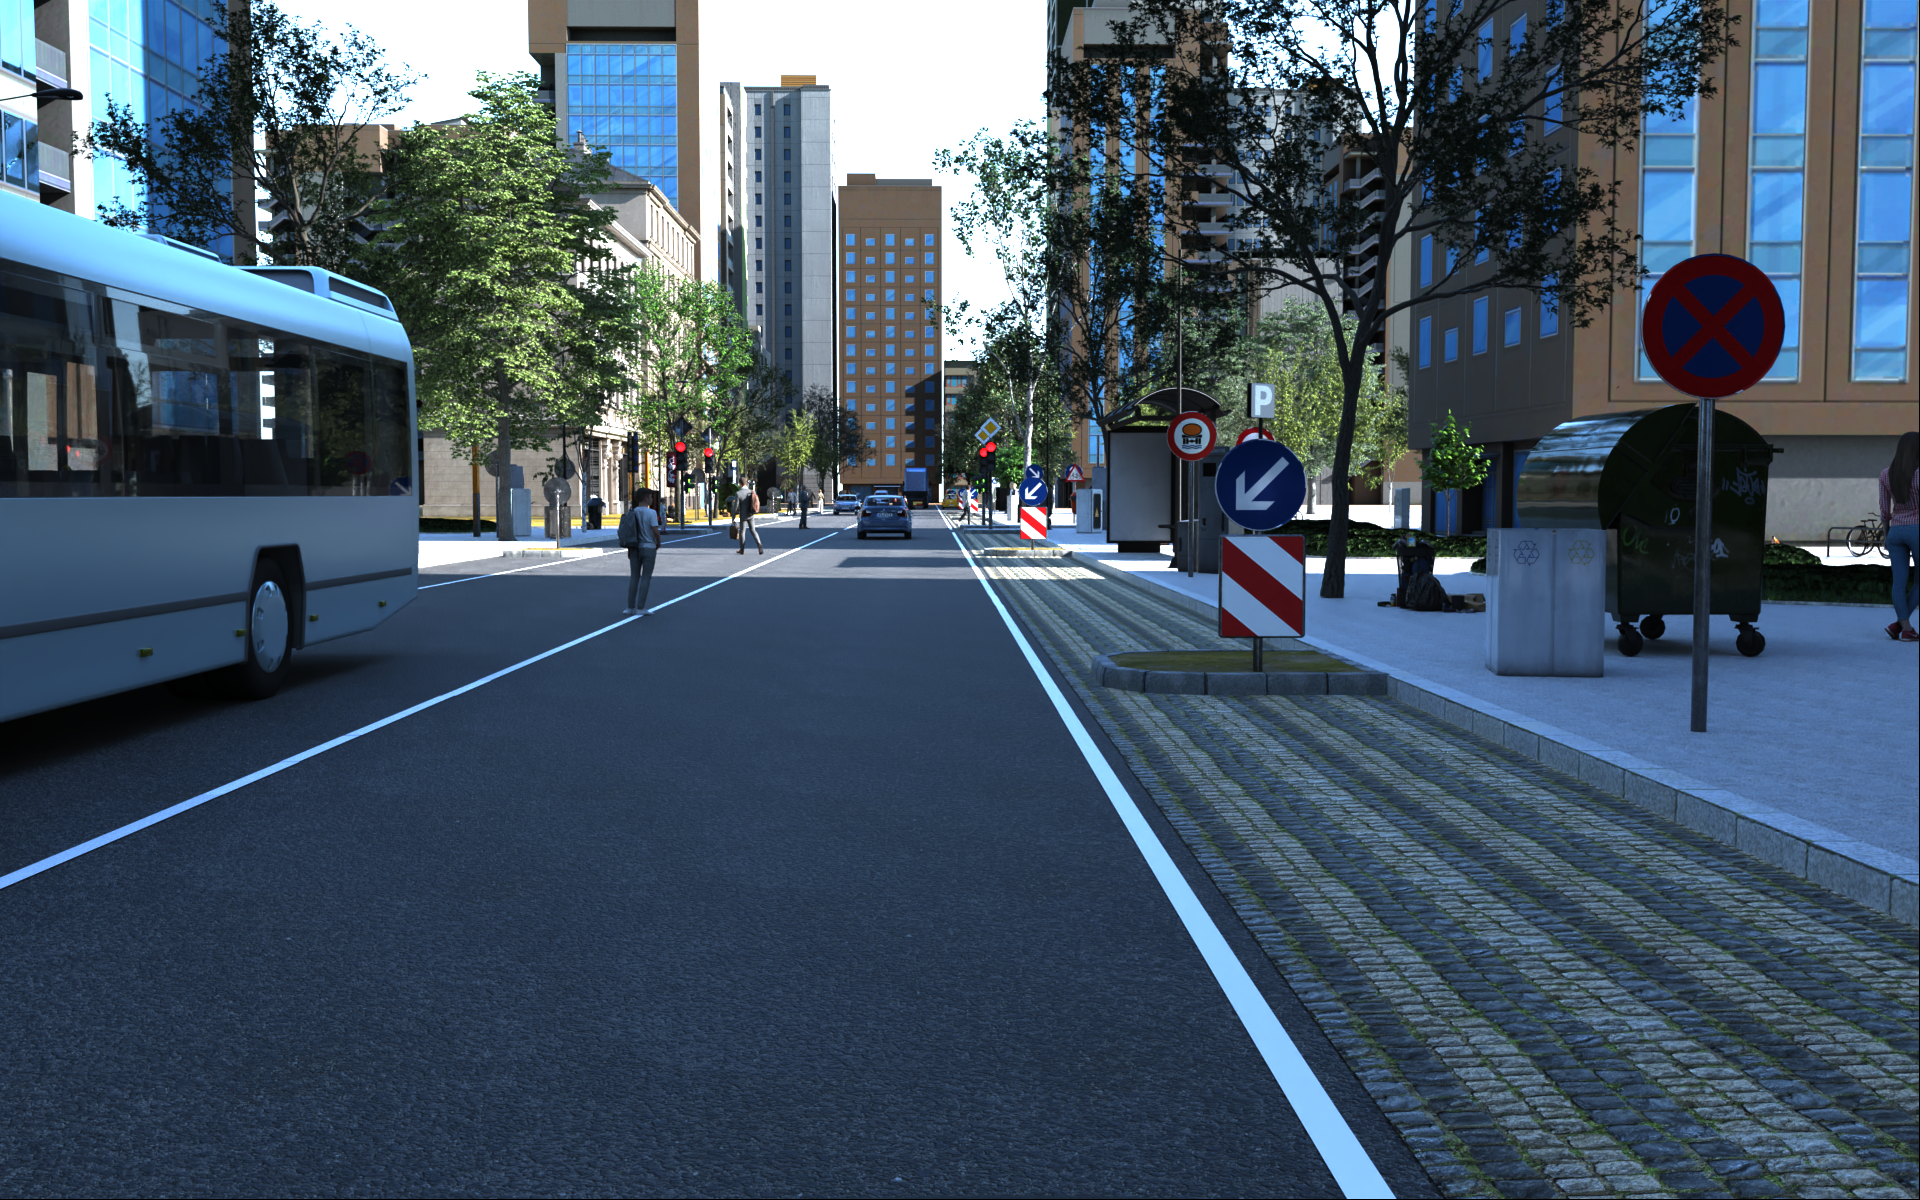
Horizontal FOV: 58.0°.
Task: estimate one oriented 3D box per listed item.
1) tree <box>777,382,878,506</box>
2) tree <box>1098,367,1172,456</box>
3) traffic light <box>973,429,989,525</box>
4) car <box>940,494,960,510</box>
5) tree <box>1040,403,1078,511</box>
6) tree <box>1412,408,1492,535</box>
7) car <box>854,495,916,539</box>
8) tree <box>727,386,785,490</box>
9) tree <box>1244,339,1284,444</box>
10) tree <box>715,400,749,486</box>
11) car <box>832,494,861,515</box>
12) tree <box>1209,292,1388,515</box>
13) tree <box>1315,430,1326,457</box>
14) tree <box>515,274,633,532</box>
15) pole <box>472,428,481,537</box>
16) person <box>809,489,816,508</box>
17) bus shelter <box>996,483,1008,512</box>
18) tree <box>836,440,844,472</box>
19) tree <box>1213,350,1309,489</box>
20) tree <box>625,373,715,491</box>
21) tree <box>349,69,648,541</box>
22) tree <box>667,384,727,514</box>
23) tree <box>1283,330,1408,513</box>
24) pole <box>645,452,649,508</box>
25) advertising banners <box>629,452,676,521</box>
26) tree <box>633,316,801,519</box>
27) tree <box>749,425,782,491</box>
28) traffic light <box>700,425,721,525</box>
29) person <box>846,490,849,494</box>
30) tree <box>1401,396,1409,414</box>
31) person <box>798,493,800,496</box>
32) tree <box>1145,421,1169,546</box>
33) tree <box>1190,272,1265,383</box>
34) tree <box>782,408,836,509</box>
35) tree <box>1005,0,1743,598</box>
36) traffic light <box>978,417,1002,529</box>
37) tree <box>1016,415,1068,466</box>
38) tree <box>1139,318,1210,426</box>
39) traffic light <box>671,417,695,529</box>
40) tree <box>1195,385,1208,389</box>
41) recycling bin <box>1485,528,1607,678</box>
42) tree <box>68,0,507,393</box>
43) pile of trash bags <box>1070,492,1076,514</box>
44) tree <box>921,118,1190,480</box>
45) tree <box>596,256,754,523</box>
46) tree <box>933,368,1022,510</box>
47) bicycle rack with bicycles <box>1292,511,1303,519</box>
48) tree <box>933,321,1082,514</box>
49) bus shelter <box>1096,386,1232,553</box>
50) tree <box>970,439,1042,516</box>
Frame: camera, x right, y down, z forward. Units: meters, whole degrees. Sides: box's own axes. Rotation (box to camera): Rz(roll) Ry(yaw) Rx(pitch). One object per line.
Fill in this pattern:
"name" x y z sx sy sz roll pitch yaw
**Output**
"tree" -15.100 -17.090 189.788 12.009 13.543 11.850 0 3 0
"tree" 11.158 -9.242 101.462 4.737 8.622 4.395 0 3 0
"traffic light" 0.954 -5.021 71.016 0.839 4.253 0.868 0 4 -1
"car" -0.821 -9.226 161.062 2.015 1.641 3.980 0 4 -1
"tree" 6.952 -11.159 132.819 4.737 8.622 4.395 0 3 0
"tree" 10.824 -2.699 38.730 1.663 3.219 1.824 0 3 0
"car" -2.440 -2.705 56.228 2.014 1.417 4.499 0 4 -2
"tree" -13.886 -10.080 115.166 4.360 8.622 3.978 0 3 0
"tree" 15.668 -8.079 82.451 4.737 8.622 4.395 0 3 0
"tree" -18.613 -10.926 128.995 4.737 8.622 4.395 0 3 0
"car" -7.877 -6.653 120.781 2.014 1.417 4.499 0 4 -1
"tree" 21.982 -12.333 108.291 9.857 13.997 8.962 0 3 0
"tree" 17.271 -8.926 96.299 4.360 8.622 3.978 0 3 0
"tree" -12.718 -6.577 57.890 4.360 8.622 3.978 0 3 0
"pole" -14.520 -3.555 51.963 0.158 3.312 0.155 0 3 0
"person" -13.846 -9.402 160.319 0.990 1.755 0.434 0 4 1
"bus shelter" 3.286 -8.461 129.617 1.731 3.624 6.357 0 4 -1
"tree" -14.158 -13.867 177.091 4.737 8.622 4.395 0 3 0
"tree" 15.166 -8.420 88.023 4.360 8.622 3.978 0 3 0
"tree" -17.310 -9.112 99.340 4.737 8.622 4.395 0 3 0
"tree" -12.270 -7.850 46.470 7.486 12.596 7.792 0 3 0
"tree" -17.302 -9.757 109.888 4.360 8.622 3.978 0 3 0
"tree" 17.224 -7.752 77.103 4.737 8.622 4.395 0 3 0
"pole" -15.242 -5.538 84.390 0.158 3.312 0.155 0 3 0
"advertising banners" -12.638 -4.610 71.568 2.074 3.025 0.090 0 4 5
"tree" -12.761 -9.533 90.276 8.767 10.594 7.601 -1 4 -18
"tree" -17.220 -11.344 135.833 4.737 8.622 4.395 0 3 0
"traffic light" -10.205 -5.008 70.801 0.839 4.253 0.868 0 4 -1
"person" -10.699 -9.605 165.548 0.705 1.822 1.348 2 4 33
"tree" 23.788 -8.148 83.575 4.360 8.622 3.978 0 3 0
"person" -15.167 -9.795 166.207 1.348 1.822 0.705 -3 5 -41
"tree" 4.748 -3.001 43.670 1.663 3.219 1.824 0 3 0
"tree" 18.547 -17.323 139.114 12.611 20.169 13.585 0 3 0
"tree" -13.765 -11.886 144.696 4.737 8.622 4.395 0 3 0
"tree" 4.692 -5.284 20.813 8.767 10.594 7.601 -1 4 -17
"traffic light" 1.097 -4.533 63.032 0.839 4.253 0.868 0 4 -1
"tree" 5.531 -10.443 121.105 4.360 8.622 3.978 0 3 0
"tree" 17.250 -13.459 126.713 9.857 13.997 8.962 0 3 0
"traffic light" -10.063 -4.520 62.817 0.839 4.253 0.868 0 4 -1
"tree" 16.774 -10.183 116.859 4.360 8.622 3.978 0 3 0
"recycling bin" 4.204 0.005 12.472 0.722 1.027 0.722 1 4 9
"tree" -11.959 -5.973 32.075 7.601 10.594 8.767 0 4 -4
"pile of trash bags" 6.210 -3.757 71.185 3.447 1.369 1.912 0 4 -7
"tree" 4.195 -14.049 85.598 12.611 20.169 13.585 0 3 0
"tree" -12.734 -9.251 77.010 9.928 11.665 9.643 0 3 0
"tree" 3.034 -14.146 141.652 12.009 13.543 11.850 0 3 0
"bicycle rack with bicycles" 12.905 -3.582 71.950 2.925 0.926 2.852 2 4 34
"tree" 3.247 -12.017 113.489 9.611 12.733 9.660 0 3 0
"bus shelter" 4.045 -2.535 35.371 2.014 3.302 5.546 0 4 -1
"tree" 3.273 -7.249 102.236 4.285 4.588 4.351 0 3 0
